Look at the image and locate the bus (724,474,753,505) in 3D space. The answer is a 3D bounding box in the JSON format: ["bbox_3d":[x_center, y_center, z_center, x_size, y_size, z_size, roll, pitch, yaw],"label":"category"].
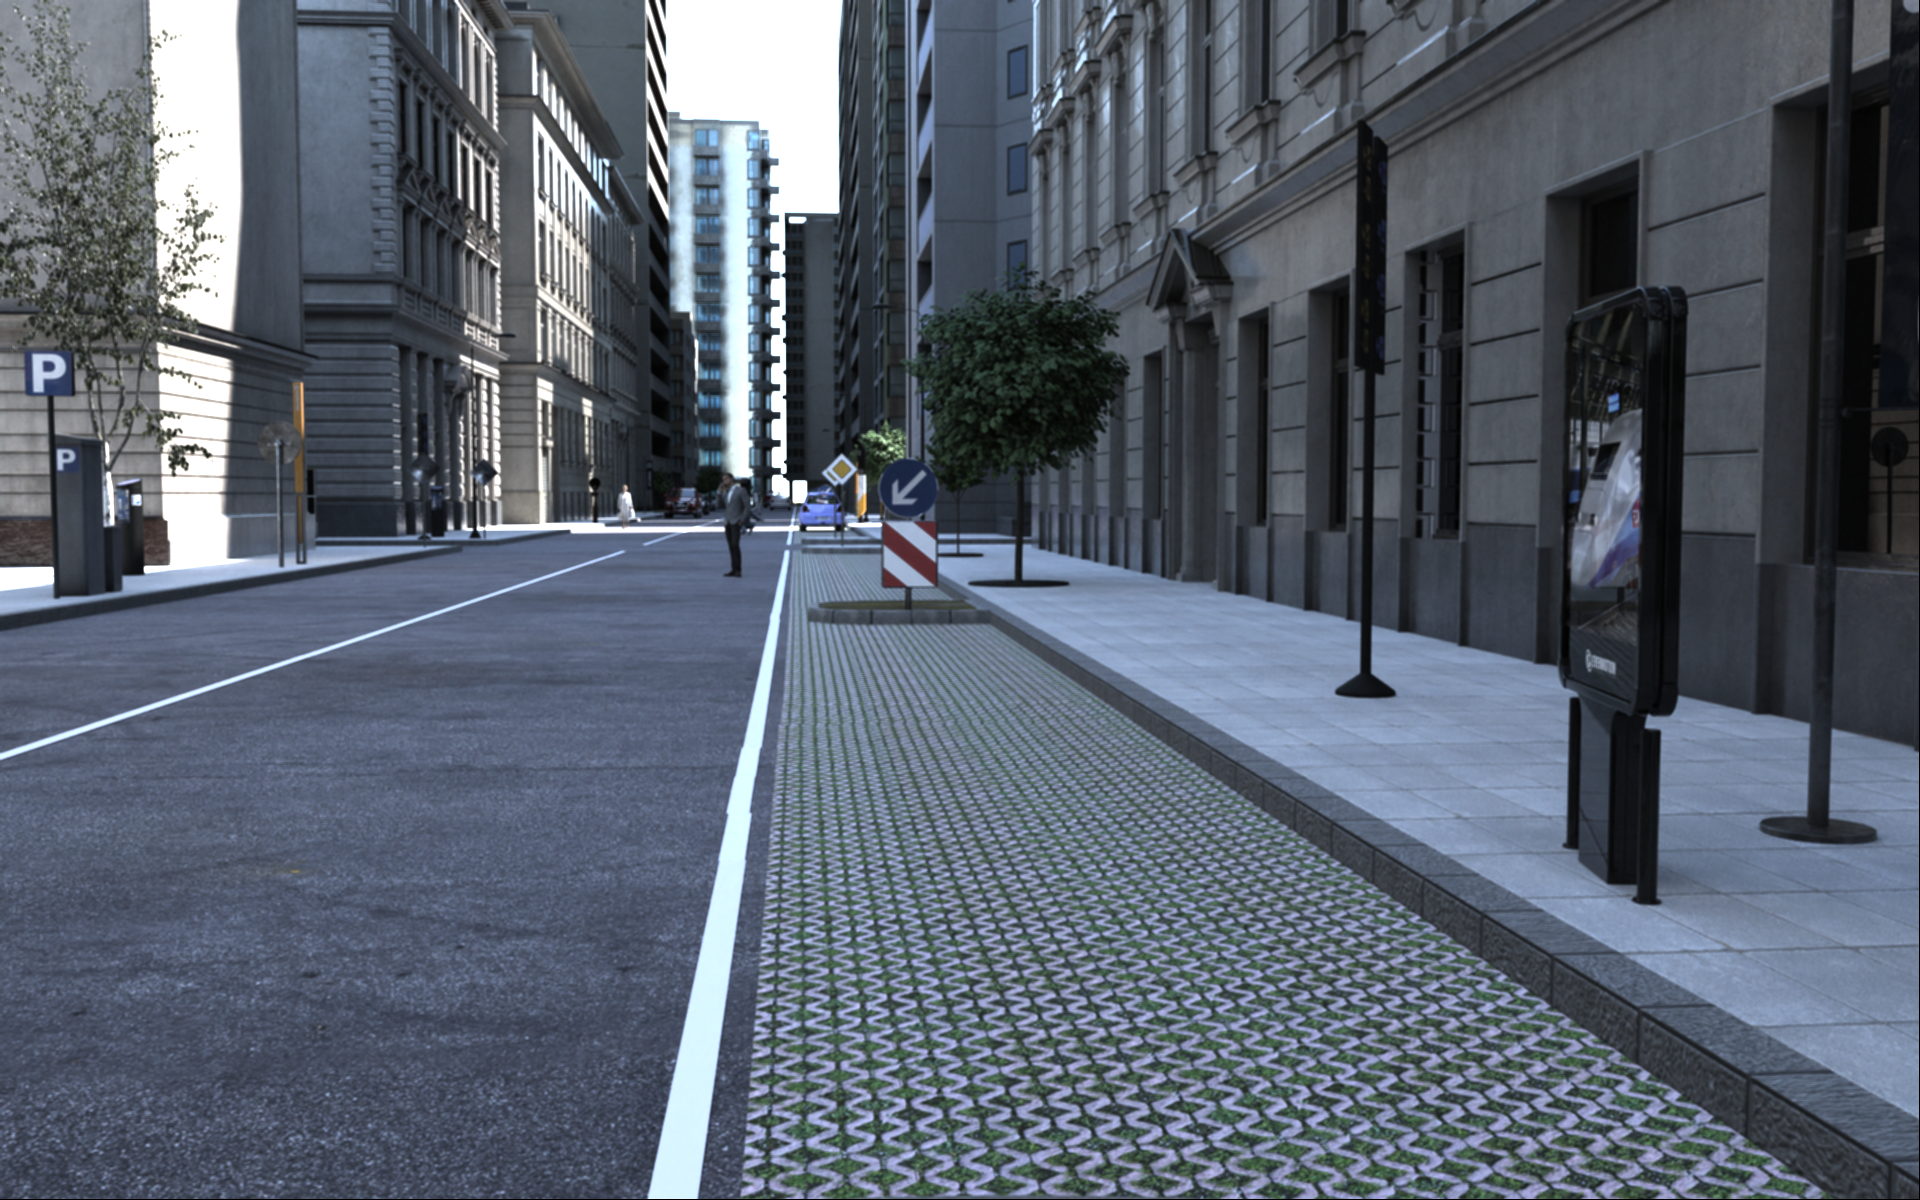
[{"bbox_3d":[-23.242,-11.439,181.893,2.948,3.499,13.247,0,4,-7],"label":"bus"}]

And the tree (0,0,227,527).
[{"bbox_3d":[-12.581,-4.580,25.242,4.360,8.622,3.978,0,3,0],"label":"tree"}]

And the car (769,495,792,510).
[{"bbox_3d":[-15.984,-8.682,154.309,2.083,1.381,4.827,0,4,-5],"label":"car"}]

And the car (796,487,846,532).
[{"bbox_3d":[-5.356,-3.504,66.877,1.945,1.707,3.694,0,4,-7],"label":"car"}]

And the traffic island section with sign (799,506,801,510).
[{"bbox_3d":[-5.966,-4.093,75.550,1.989,1.847,2.006,0,4,-5],"label":"traffic island section with sign"}]

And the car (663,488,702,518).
[{"bbox_3d":[-16.614,-5.830,103.985,2.281,1.827,5.304,0,4,-6],"label":"car"}]

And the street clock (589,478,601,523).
[{"bbox_3d":[-16.074,-4.387,76.291,0.471,2.002,0.358,-1,4,-16],"label":"street clock"}]

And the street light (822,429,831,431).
[{"bbox_3d":[-9.186,-9.299,124.578,1.470,5.913,1.316,0,4,-5],"label":"street light"}]

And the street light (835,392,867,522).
[{"bbox_3d":[-4.852,-6.531,79.328,1.470,5.913,1.316,0,4,-5],"label":"street light"}]

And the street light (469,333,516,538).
[{"bbox_3d":[-13.516,-4.742,50.079,1.470,5.913,1.316,0,4,-5],"label":"street light"}]

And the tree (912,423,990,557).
[{"bbox_3d":[-0.169,-2.506,35.582,1.663,3.219,1.824,0,3,0],"label":"tree"}]

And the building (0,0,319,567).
[{"bbox_3d":[-23.523,-10.361,34.030,19.286,19.102,10.561,0,4,-5],"label":"building"}]

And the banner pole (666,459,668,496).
[{"bbox_3d":[-20.739,-8.112,122.640,0.401,3.779,0.863,0,4,-5],"label":"banner pole"}]

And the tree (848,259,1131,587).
[{"bbox_3d":[0.762,-2.487,24.375,4.285,4.588,4.351,0,3,0],"label":"tree"}]

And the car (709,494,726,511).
[{"bbox_3d":[-20.279,-8.264,147.123,2.014,1.417,4.499,0,4,-4],"label":"car"}]

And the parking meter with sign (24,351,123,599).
[{"bbox_3d":[-11.181,-1.573,21.979,0.543,3.016,1.738,0,4,-7],"label":"parking meter with sign"}]

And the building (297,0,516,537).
[{"bbox_3d":[-22.387,-14.111,59.587,11.050,23.489,19.941,0,4,-5],"label":"building"}]

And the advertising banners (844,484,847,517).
[{"bbox_3d":[-6.595,-6.304,99.251,0.090,3.025,2.074,0,4,-7],"label":"advertising banners"}]

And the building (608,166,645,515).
[{"bbox_3d":[-26.265,-17.160,109.441,11.050,23.489,19.941,0,4,-5],"label":"building"}]

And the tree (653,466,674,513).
[{"bbox_3d":[-20.355,-7.580,118.532,1.663,3.219,1.824,0,3,0],"label":"tree"}]

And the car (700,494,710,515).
[{"bbox_3d":[-18.174,-6.681,119.013,2.009,1.686,4.222,0,4,-5],"label":"car"}]

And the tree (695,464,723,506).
[{"bbox_3d":[-27.047,-12.465,187.519,4.285,4.588,4.351,0,3,0],"label":"tree"}]

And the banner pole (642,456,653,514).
[{"bbox_3d":[-20.523,-7.569,113.767,0.863,3.779,0.401,1,4,17],"label":"banner pole"}]

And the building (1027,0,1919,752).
[{"bbox_3d":[11.561,-14.905,20.108,17.030,29.872,44.131,0,4,-5],"label":"building"}]

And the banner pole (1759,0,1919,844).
[{"bbox_3d":[3.410,-0.994,6.272,0.863,3.779,0.401,3,5,42],"label":"banner pole"}]

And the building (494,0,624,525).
[{"bbox_3d":[-25.907,-15.355,84.338,16.112,22.955,30.059,0,4,-5],"label":"building"}]

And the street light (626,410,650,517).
[{"bbox_3d":[-17.862,-7.545,95.909,1.470,5.913,1.316,0,4,-5],"label":"street light"}]

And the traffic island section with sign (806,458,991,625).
[{"bbox_3d":[-0.740,-0.685,19.829,1.989,1.847,2.006,0,4,-5],"label":"traffic island section with sign"}]

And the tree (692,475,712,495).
[{"bbox_3d":[-26.725,-11.376,180.592,1.663,3.219,1.824,0,3,0],"label":"tree"}]

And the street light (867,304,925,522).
[{"bbox_3d":[-1.458,-4.279,42.502,1.470,5.913,1.316,0,4,-5],"label":"street light"}]

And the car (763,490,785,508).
[{"bbox_3d":[-19.554,-10.584,181.723,2.281,1.827,5.304,0,4,-5],"label":"car"}]

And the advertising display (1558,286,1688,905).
[{"bbox_3d":[2.196,-0.036,5.807,0.123,1.923,0.974,0,4,5],"label":"advertising display"}]
